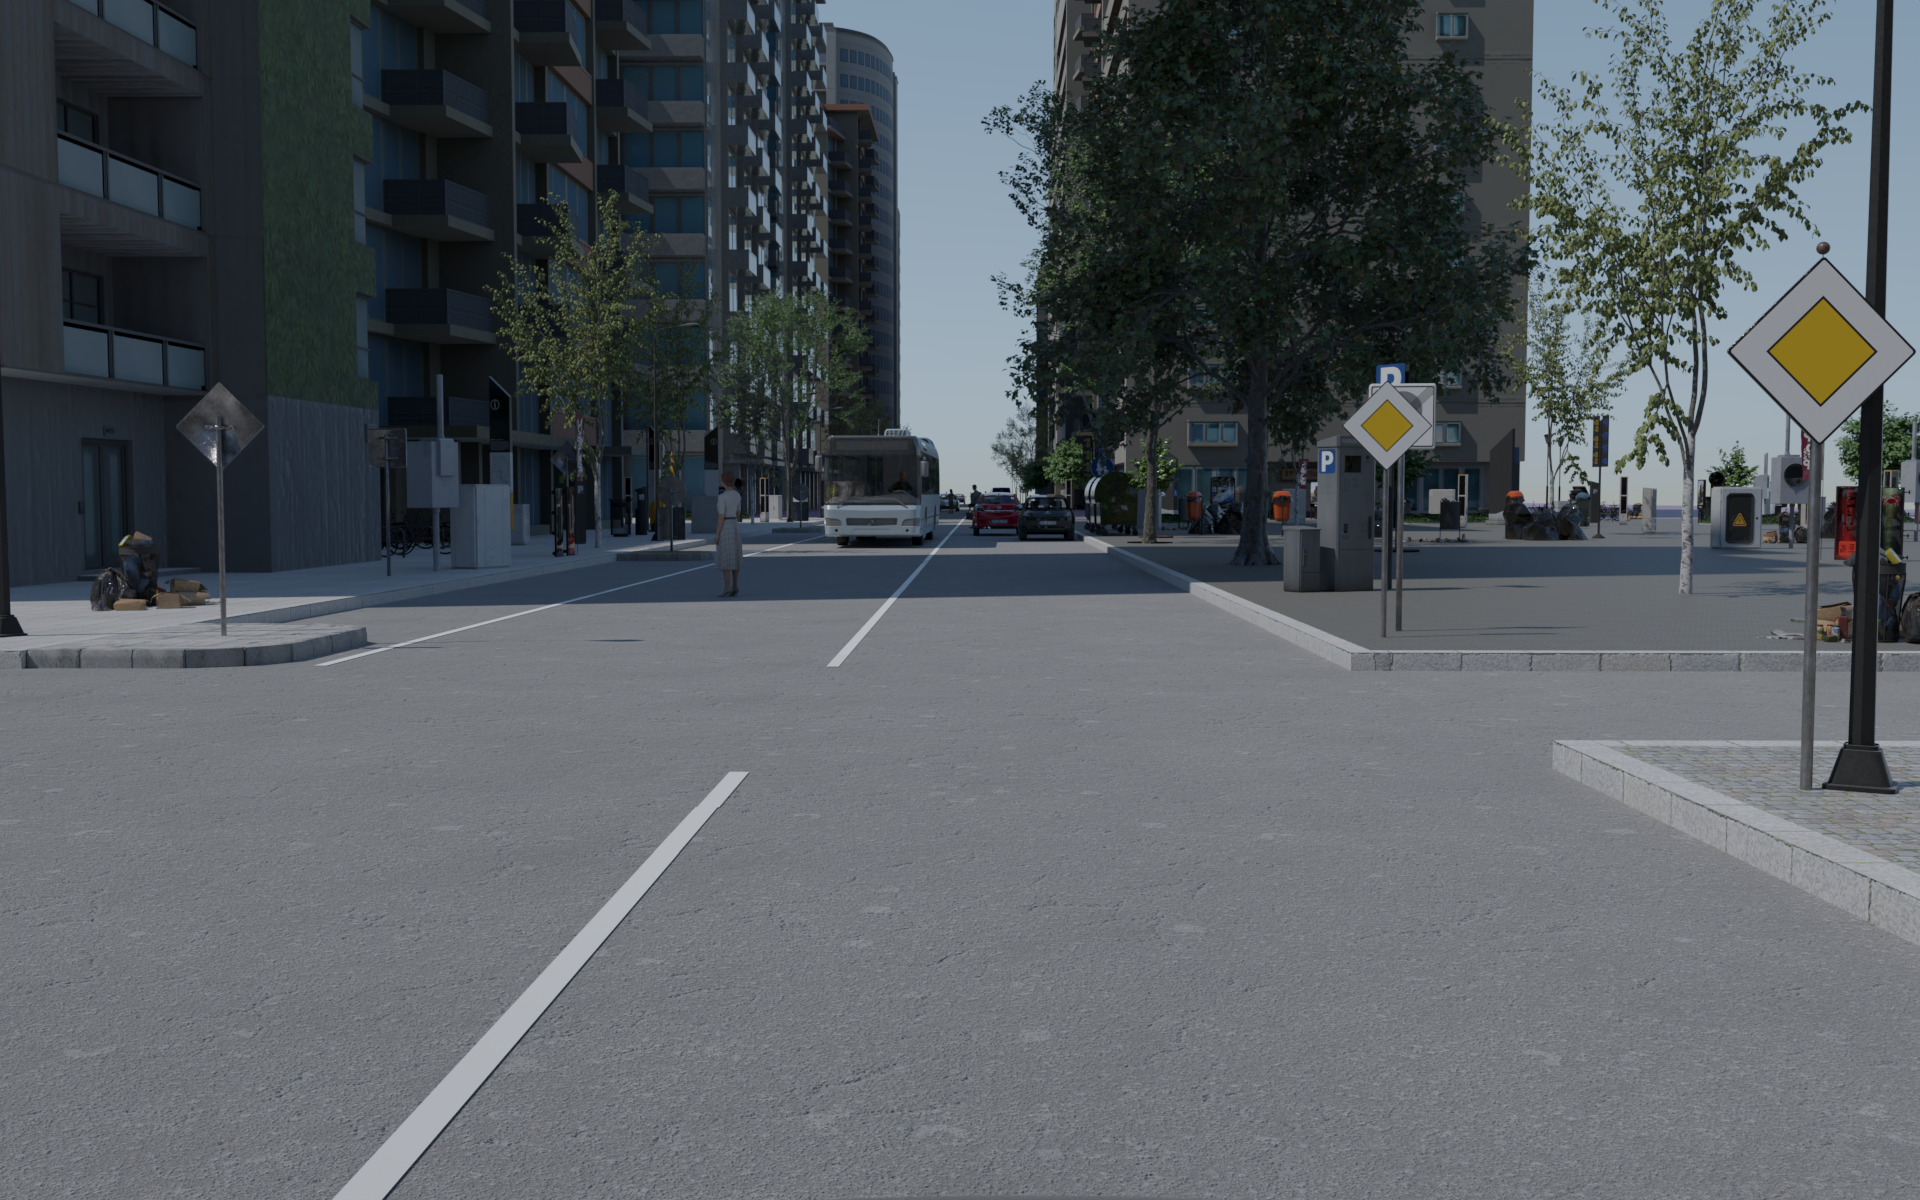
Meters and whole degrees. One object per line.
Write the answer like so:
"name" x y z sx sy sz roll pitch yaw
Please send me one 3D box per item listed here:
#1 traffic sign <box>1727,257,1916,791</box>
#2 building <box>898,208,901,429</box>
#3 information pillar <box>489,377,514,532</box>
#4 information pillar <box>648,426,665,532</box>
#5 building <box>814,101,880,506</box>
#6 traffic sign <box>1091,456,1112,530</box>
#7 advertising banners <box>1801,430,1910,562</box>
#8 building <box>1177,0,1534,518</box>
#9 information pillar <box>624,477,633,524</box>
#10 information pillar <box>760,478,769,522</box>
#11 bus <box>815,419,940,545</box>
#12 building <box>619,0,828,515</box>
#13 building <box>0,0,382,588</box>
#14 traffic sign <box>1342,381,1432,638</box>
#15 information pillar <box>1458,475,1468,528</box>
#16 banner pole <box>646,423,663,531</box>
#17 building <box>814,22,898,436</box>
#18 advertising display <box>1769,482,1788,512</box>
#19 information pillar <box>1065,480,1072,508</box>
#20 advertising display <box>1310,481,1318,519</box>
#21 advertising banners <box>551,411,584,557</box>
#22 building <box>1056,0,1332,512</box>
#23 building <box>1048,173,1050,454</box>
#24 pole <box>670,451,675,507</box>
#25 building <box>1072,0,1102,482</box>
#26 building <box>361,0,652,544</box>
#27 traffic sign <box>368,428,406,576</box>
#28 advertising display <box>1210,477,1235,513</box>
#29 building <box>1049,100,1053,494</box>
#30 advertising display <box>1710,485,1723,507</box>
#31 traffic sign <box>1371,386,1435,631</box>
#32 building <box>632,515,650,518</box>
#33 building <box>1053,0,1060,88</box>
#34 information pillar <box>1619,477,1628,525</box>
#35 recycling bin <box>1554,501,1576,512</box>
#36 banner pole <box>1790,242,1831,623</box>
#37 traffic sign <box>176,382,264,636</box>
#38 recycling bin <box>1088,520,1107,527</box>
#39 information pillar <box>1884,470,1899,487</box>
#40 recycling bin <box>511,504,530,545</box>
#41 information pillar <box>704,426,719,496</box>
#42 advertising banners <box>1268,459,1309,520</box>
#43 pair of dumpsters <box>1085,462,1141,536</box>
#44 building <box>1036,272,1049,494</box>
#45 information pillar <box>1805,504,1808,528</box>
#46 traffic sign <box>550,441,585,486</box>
"traffic sign" 3.667 -0.233 7.449 0.795 2.450 0.064 0 4 1
"building" -15.620 -34.090 240.962 14.154 41.232 14.086 0 4 1
"information pillar" -9.154 -2.640 34.525 0.504 3.616 0.183 1 4 19
"information pillar" -10.309 -4.106 58.496 0.504 3.616 0.183 2 4 35
"building" -20.352 -32.826 191.323 22.147 44.769 28.867 0 4 1
"traffic sign" 4.780 -3.557 58.260 0.768 2.556 0.104 0 4 6
"advertising banners" 17.229 -2.281 33.476 0.090 3.025 2.074 -3 5 -44
"building" 19.570 -29.168 100.591 21.300 48.544 21.600 0 4 1
"information pillar" -14.210 -4.265 74.229 0.304 2.012 0.304 0 4 -5
"information pillar" -8.876 -4.536 78.661 0.304 2.012 0.304 2 4 29
"bus" -2.145 -3.439 51.079 2.948 3.499 13.247 0 4 2
"building" -22.303 -31.624 136.664 23.786 49.044 30.456 0 4 1
"building" -18.269 -20.906 25.402 14.154 41.232 14.086 0 4 1
"traffic sign" 3.786 -0.721 15.433 0.795 2.450 0.064 0 4 1
"information pillar" 18.947 -3.717 65.263 0.304 2.012 0.304 2 4 29
"banner pole" -10.775 -4.332 60.840 0.863 3.779 0.401 -3 5 -42
"building" -19.038 -41.430 219.374 21.231 58.520 28.212 0 4 1
"advertising display" 42.311 -5.163 89.632 0.974 1.923 0.123 1 4 9
"information pillar" 5.468 -5.067 87.336 0.304 2.012 0.304 0 4 -1
"advertising display" 18.137 -5.050 87.783 0.123 1.923 0.974 -2 4 -34
"advertising banners" -8.129 -2.437 36.028 0.090 3.025 2.074 0 4 5
"building" 19.473 -32.306 151.903 21.300 48.544 21.600 0 4 1
"building" 17.708 -34.065 207.072 14.600 45.320 14.200 0 4 1
"pole" -13.654 -5.409 82.285 0.158 3.312 0.155 0 3 0
"building" 19.591 -28.881 126.826 22.147 44.769 28.867 0 4 1
"building" -22.611 -24.601 56.849 22.147 44.769 28.867 0 4 1
"traffic sign" -8.919 -1.521 26.994 0.606 2.300 0.079 0 4 3
"advertising display" 9.681 -3.585 63.835 0.974 1.923 0.123 -1 4 -19
"building" 20.736 -34.523 188.145 21.300 48.544 21.600 0 4 1
"advertising display" 38.409 -5.037 87.563 0.974 1.923 0.123 0 4 -7
"traffic sign" 4.104 -0.857 16.139 0.606 2.300 0.079 0 4 7
"building" -22.940 -29.728 105.660 23.786 49.044 30.456 0 4 1
"building" 21.165 -48.937 238.372 20.563 71.187 20.611 0 4 1
"information pillar" 27.789 -4.161 72.532 0.304 2.012 0.304 1 4 17
"recycling bin" 22.450 -3.172 64.417 0.722 1.027 0.722 0 4 2
"banner pole" 8.447 -1.655 17.082 0.401 3.779 0.863 2 4 29
"traffic sign" -6.657 -0.732 15.608 0.795 2.450 0.064 0 4 1
"recycling bin" 5.451 -3.430 68.632 0.722 1.027 0.722 0 4 -2
"information pillar" 28.635 -2.985 53.293 0.304 2.012 0.304 -1 4 -14
"recycling bin" -11.241 -1.896 43.553 0.722 1.027 0.722 0 4 -4
"information pillar" -8.462 -4.142 59.083 0.504 3.616 0.183 0 4 -7
"advertising banners" 16.300 -5.489 85.940 2.074 3.025 0.090 0 4 -8
"pair of dumpsters" 4.882 -3.218 55.115 1.574 2.255 4.437 0 4 1
"building" 16.717 -27.543 222.027 14.160 30.474 14.107 0 4 1
"information pillar" 23.192 -2.607 47.116 0.304 2.012 0.304 1 4 16
"traffic sign" -8.528 -2.229 37.630 0.795 2.450 0.064 1 4 10
